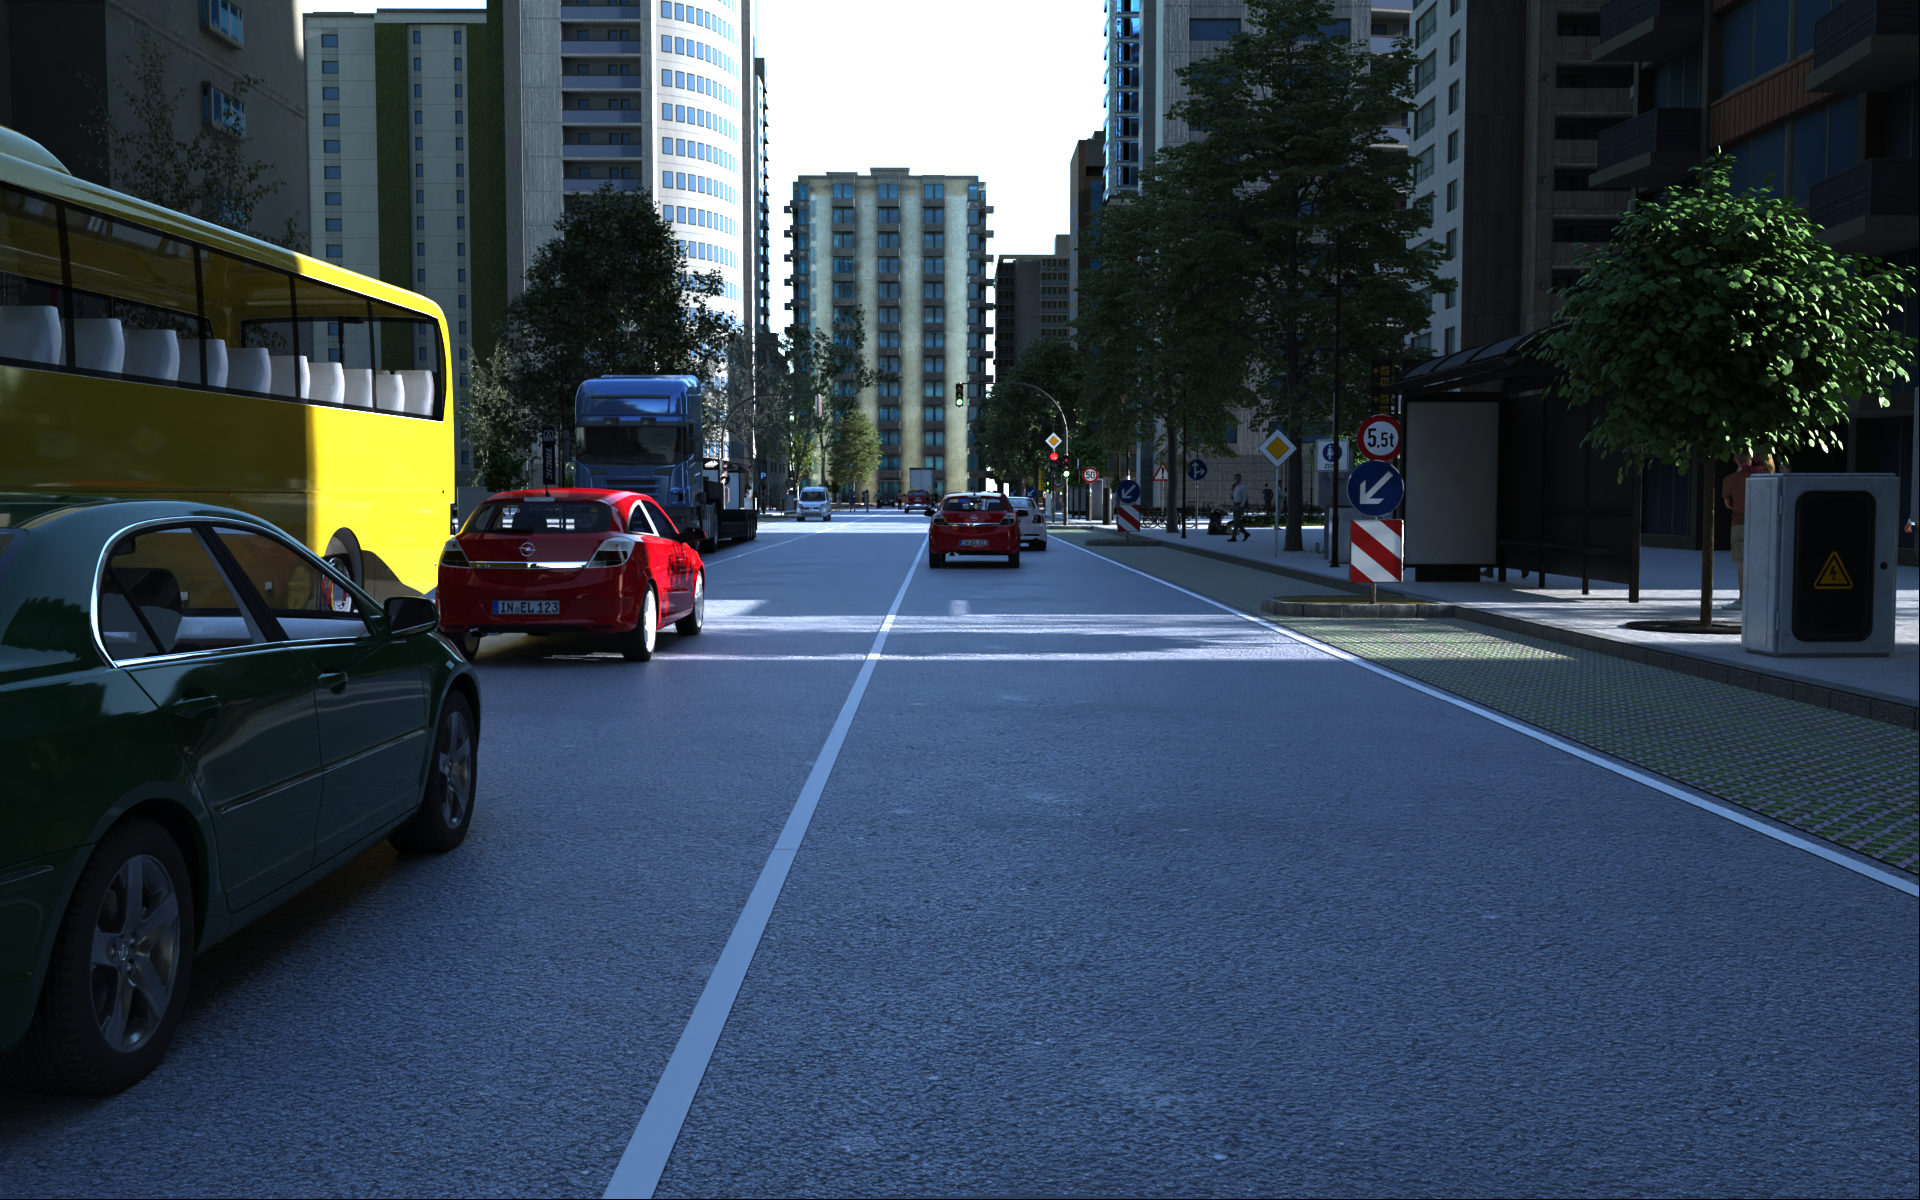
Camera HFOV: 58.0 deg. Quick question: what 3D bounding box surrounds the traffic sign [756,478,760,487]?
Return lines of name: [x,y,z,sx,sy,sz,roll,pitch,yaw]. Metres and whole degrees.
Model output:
traffic sign: [-15.624,-8.053,131.771,0.768,2.556,0.104,0,4,0]

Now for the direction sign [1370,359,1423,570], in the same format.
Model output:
direction sign: [7.337,-2.274,29.177,0.876,3.537,0.379,0,4,-3]

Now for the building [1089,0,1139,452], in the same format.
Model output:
building: [24.432,-53.676,190.276,22.319,86.520,31.000,0,4,0]

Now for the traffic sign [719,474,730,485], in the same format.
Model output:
traffic sign: [-13.905,-6.228,101.931,0.768,2.556,0.104,0,4,8]

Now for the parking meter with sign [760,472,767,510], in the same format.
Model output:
parking meter with sign: [-15.641,-8.653,137.732,0.543,3.016,1.738,0,4,-6]

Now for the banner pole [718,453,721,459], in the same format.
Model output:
banner pole: [-14.645,-7.101,106.124,0.401,3.779,0.863,2,4,30]

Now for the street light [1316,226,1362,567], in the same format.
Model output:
street light: [6.574,-3.512,30.202,0.468,5.910,1.993,0,4,0]

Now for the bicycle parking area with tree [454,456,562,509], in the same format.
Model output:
bicycle parking area with tree: [-37.364,-9.495,142.240,8.231,4.147,9.016,-2,4,-32]

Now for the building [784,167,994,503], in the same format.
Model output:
building: [-10.323,-38.949,256.430,30.456,49.044,23.786,0,4,0]

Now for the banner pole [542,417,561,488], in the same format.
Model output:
banner pole: [-13.240,-4.061,56.408,0.863,3.779,0.401,1,4,18]

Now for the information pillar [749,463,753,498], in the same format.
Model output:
information pillar: [-15.544,-8.422,129.056,0.183,3.616,0.504,-2,4,-35]

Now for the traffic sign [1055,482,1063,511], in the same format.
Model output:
traffic sign: [7.362,-7.956,130.184,0.768,2.556,0.104,0,4,6]

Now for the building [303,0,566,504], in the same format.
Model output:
building: [-64.970,-40.850,209.900,28.212,58.520,21.231,0,4,0]

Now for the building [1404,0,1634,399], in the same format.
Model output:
building: [32.451,-19.614,92.396,14.107,30.474,14.160,0,4,0]

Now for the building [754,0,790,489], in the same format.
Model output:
building: [-41.046,-57.600,254.427,31.000,86.520,22.319,0,4,0]

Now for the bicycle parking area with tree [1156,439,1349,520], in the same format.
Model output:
bicycle parking area with tree: [14.811,-6.344,90.720,8.231,4.147,9.016,0,4,-5]

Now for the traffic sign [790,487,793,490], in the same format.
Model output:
traffic sign: [-14.626,-9.154,149.781,0.768,2.556,0.104,0,4,6]

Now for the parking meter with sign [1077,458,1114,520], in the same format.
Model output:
parking meter with sign: [6.641,-5.412,84.751,1.738,3.016,0.543,0,4,-4]

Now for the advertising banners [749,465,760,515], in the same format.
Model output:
advertising banners: [-12.642,-6.741,106.401,0.090,3.025,2.074,1,4,12]

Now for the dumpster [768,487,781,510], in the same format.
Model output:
dumpster: [-14.293,-7.927,135.371,1.264,1.857,1.865,0,4,0]

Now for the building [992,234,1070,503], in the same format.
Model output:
building: [17.068,-34.858,261.801,23.993,40.220,32.217,0,4,0]

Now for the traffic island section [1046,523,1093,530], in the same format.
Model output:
traffic island section: [4.328,-2.969,70.820,2.009,0.180,2.903,0,4,0]

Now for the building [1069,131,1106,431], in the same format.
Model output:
building: [20.920,-34.493,214.067,14.600,45.320,14.200,0,4,0]

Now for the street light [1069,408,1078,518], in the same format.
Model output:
street light: [6.128,-7.383,93.506,0.468,5.910,1.993,0,4,0]

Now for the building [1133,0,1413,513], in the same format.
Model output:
building: [24.057,-36.010,130.759,21.231,58.520,28.212,0,4,0]

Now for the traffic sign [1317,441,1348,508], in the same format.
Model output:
traffic sign: [6.987,-1.862,32.573,0.606,2.300,0.079,0,4,8]

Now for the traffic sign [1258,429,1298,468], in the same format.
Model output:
traffic sign: [6.392,-2.145,34.808,0.795,2.593,0.064,0,4,3]

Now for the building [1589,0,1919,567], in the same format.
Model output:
building: [26.364,-23.305,35.656,22.147,44.769,28.867,0,4,0]

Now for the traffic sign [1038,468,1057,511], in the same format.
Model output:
traffic sign: [7.231,-8.629,134.960,2.265,3.308,0.079,0,4,4]

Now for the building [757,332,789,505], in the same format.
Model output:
building: [-36.368,-22.207,208.131,28.899,21.520,27.650,0,4,0]

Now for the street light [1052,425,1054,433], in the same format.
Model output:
street light: [6.083,-8.601,113.414,0.468,5.910,1.993,0,4,0]

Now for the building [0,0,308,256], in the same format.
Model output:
building: [-34.257,-26.180,51.742,21.600,48.544,21.300,0,4,0]

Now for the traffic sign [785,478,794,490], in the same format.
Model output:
traffic sign: [-13.792,-8.568,140.189,0.768,2.556,0.104,0,4,1]

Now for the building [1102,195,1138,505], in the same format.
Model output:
building: [20.815,-24.327,169.448,14.160,30.474,14.107,0,4,0]

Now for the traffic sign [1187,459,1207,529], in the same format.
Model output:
traffic sign: [8.725,-3.898,63.844,0.768,2.556,0.104,0,4,5]

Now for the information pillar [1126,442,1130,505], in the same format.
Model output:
information pillar: [7.605,-5.322,78.376,0.183,3.616,0.504,1,4,12]

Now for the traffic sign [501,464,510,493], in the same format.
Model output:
traffic sign: [-13.516,-3.112,50.983,0.768,2.556,0.104,0,4,8]

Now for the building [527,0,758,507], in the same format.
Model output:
building: [-31.722,-38.231,167.084,21.231,58.520,28.212,0,4,0]

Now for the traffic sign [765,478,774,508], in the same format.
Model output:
traffic sign: [-15.472,-8.576,140.315,0.768,2.556,0.104,0,4,8]

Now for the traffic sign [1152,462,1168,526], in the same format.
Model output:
traffic sign: [8.151,-4.260,69.661,0.884,2.594,0.081,0,4,4]

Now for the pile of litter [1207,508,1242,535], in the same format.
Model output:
pile of litter: [8.331,-2.497,54.786,1.176,0.858,1.719,1,4,21]

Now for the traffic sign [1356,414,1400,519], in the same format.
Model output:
traffic sign: [6.725,-1.691,27.759,0.768,2.556,0.104,0,4,5]

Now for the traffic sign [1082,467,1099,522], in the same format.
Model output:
traffic sign: [6.072,-4.933,80.757,0.768,2.556,0.104,0,4,4]

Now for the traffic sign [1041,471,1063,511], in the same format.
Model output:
traffic sign: [7.289,-8.445,131.947,2.265,3.308,0.079,0,4,5]

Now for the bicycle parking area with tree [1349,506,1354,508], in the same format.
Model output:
bicycle parking area with tree: [20.775,-7.391,107.850,9.016,4.147,8.231,0,4,3]

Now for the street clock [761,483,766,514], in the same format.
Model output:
street clock: [-12.662,-6.557,111.777,0.358,2.002,0.471,0,4,4]

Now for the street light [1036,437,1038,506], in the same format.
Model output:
street light: [5.920,-9.816,133.273,0.468,5.910,1.993,0,4,0]
